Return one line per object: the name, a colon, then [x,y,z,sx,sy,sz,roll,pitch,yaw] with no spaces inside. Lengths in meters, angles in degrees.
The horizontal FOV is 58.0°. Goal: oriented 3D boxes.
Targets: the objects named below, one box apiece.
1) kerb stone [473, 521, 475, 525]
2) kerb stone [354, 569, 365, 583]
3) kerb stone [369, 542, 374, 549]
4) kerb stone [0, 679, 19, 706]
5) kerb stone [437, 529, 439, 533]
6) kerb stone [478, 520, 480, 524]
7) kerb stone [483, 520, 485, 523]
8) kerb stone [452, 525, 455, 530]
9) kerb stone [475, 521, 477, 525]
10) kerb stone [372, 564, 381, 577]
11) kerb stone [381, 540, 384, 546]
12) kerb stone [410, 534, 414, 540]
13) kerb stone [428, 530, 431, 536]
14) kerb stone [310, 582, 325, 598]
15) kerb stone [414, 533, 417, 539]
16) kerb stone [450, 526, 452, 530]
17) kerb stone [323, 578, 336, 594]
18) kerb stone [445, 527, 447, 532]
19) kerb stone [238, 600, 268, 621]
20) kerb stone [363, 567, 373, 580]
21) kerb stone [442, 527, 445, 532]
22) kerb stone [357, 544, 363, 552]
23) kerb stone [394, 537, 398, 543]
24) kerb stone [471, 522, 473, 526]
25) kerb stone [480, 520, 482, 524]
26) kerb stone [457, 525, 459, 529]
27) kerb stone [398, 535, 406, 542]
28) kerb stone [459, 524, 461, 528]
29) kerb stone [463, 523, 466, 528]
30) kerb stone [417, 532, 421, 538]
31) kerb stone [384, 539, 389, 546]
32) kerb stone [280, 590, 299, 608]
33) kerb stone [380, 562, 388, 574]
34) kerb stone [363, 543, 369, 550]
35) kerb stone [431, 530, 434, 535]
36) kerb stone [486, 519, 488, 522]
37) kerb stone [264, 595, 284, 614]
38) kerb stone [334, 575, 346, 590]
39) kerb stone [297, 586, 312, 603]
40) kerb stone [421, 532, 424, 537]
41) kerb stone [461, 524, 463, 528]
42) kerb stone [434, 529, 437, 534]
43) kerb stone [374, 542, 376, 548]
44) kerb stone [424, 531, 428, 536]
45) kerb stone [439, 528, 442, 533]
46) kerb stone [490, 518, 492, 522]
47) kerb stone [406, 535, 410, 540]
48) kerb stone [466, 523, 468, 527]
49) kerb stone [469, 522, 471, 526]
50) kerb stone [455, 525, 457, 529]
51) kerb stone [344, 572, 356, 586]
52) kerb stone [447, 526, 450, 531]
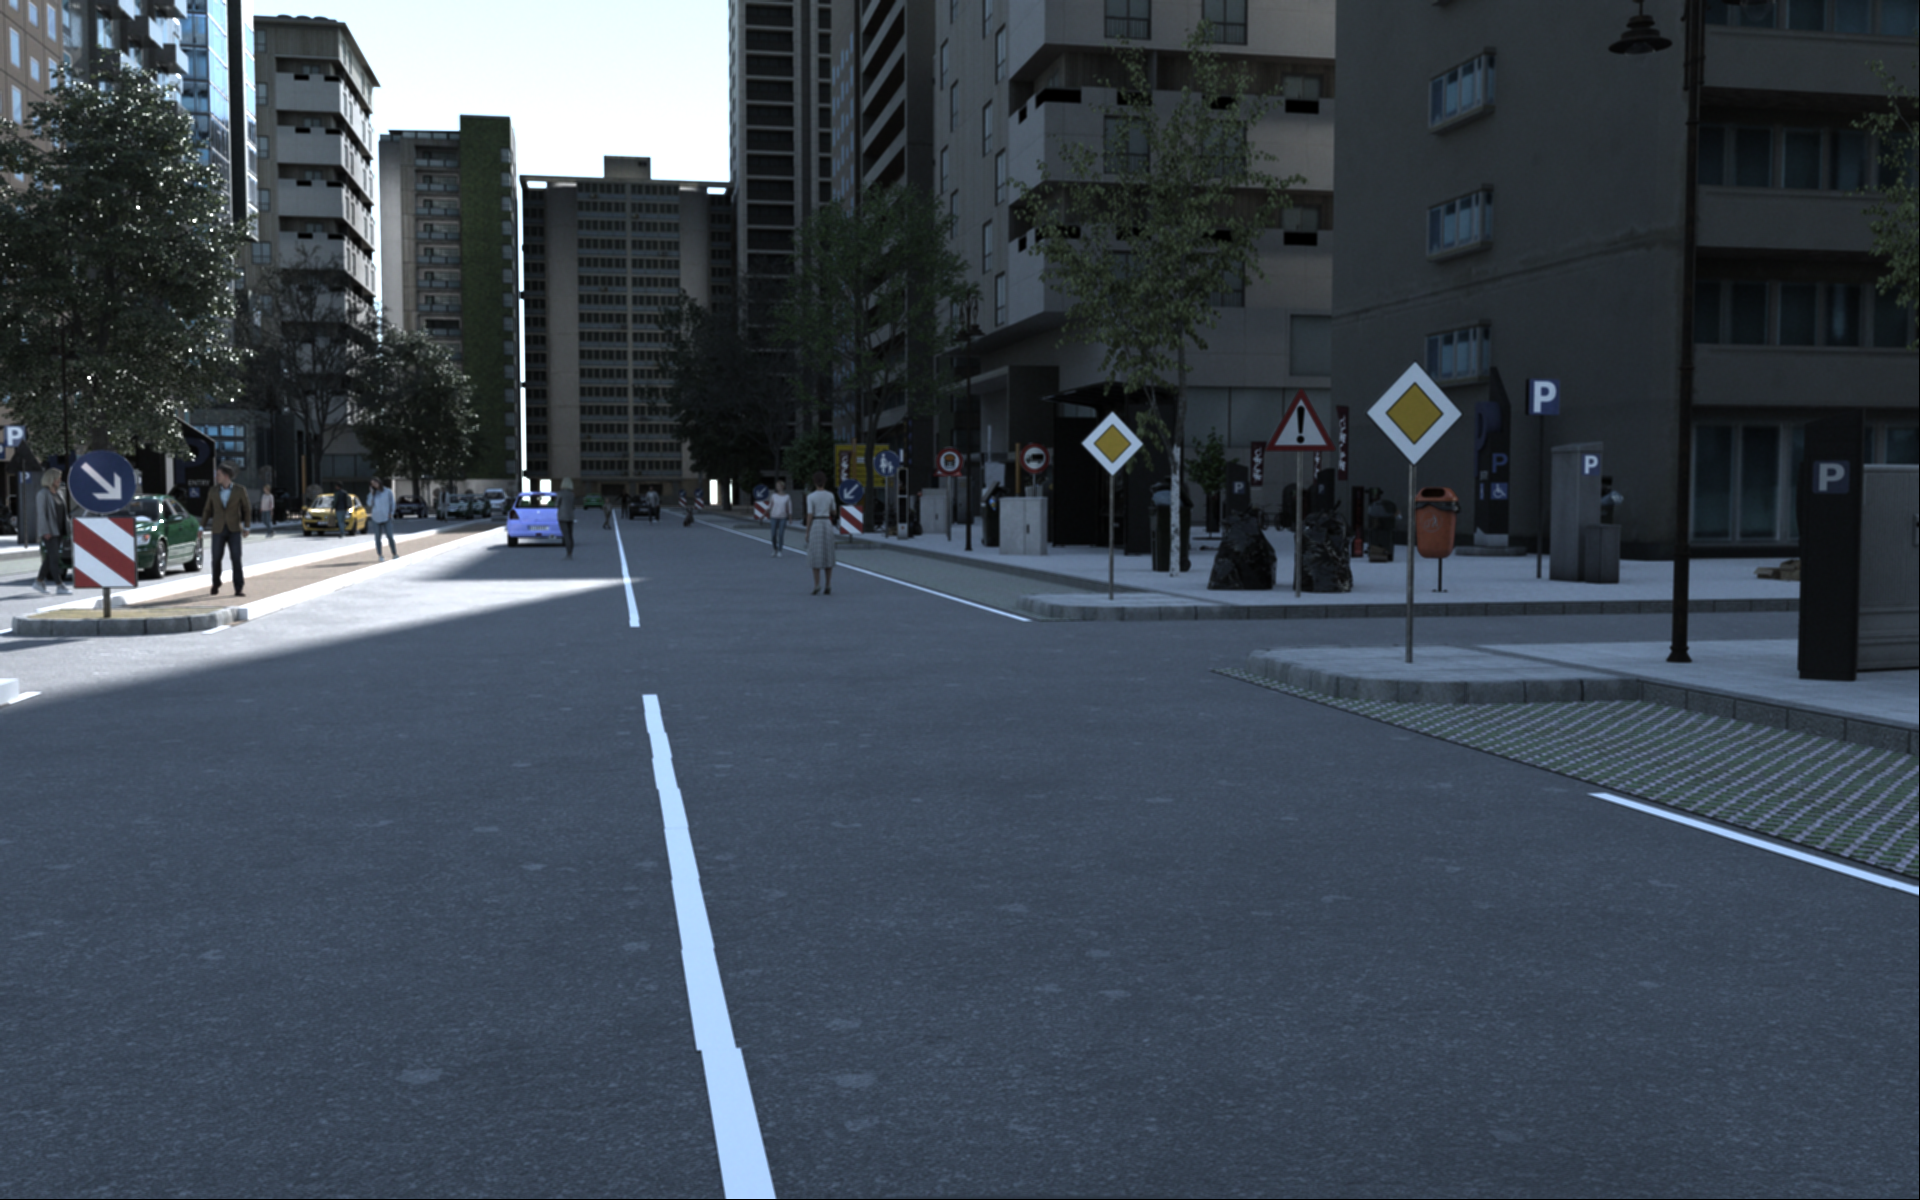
kerb stone: [-22.055,-3.401,77.940,0.120,0.150,1.000,-1,4,-11]
kerb stone: [-9.823,-0.361,28.090,0.120,0.150,1.000,-1,4,-11]
kerb stone: [-15.344,-1.374,44.777,0.120,0.150,1.000,-1,4,-11]
kerb stone: [-6.490,0.653,11.519,0.120,0.150,1.000,-1,4,-11]
kerb stone: [-18.798,-2.426,61.865,0.120,0.150,1.000,-1,4,-11]
kerb stone: [-22.652,-3.594,80.955,0.120,0.150,1.000,-1,4,-11]
kerb stone: [-23.264,-3.777,83.970,0.120,0.150,1.000,-1,4,-11]
kerb stone: [-20.015,-2.795,67.892,0.120,0.150,1.000,-1,4,-11]
kerb stone: [-22.250,-3.471,78.943,0.120,0.150,1.000,-1,4,-11]
kerb stone: [-10.234,-0.484,30.114,0.120,0.150,1.000,-1,4,-11]
kerb stone: [-15.760,-1.503,46.789,0.120,0.150,1.000,-1,4,-11]
kerb stone: [-17.173,-1.935,53.829,0.120,0.150,1.000,-1,4,-11]
kerb stone: [-18.191,-2.242,58.846,0.120,0.150,1.000,-1,4,-11]
kerb stone: [-9.012,-0.115,24.072,0.120,0.150,1.000,-1,4,-11]
kerb stone: [-17.374,-1.996,54.833,0.120,0.150,1.000,-1,4,-11]
kerb stone: [-19.810,-2.734,66.890,0.120,0.150,1.000,-1,4,-11]
kerb stone: [-9.212,-0.176,25.076,0.120,0.150,1.000,-1,4,-11]
kerb stone: [-19.411,-2.611,64.885,0.120,0.150,1.000,-1,4,-11]
kerb stone: [-8.206,0.131,20.053,0.120,0.150,1.000,-1,4,-11]
kerb stone: [-10.031,-0.422,29.103,0.120,0.150,1.000,-1,4,-11]
kerb stone: [-19.208,-2.550,63.883,0.120,0.150,1.000,-1,4,-11]
kerb stone: [-14.935,-1.259,42.773,0.120,0.150,1.000,-1,4,-11]
kerb stone: [-16.365,-1.688,49.796,0.120,0.150,1.000,-1,4,-11]
kerb stone: [-21.846,-3.345,76.934,0.120,0.150,1.000,-1,4,-11]
kerb stone: [-22.858,-3.651,81.957,0.120,0.150,1.000,-1,4,-11]
kerb stone: [-20.421,-2.916,69.896,0.120,0.150,1.000,-1,4,-11]
kerb stone: [-16.769,-1.812,51.820,0.120,0.150,1.000,-1,4,-11]
kerb stone: [-20.621,-2.979,70.904,0.120,0.150,1.000,-1,4,-11]
kerb stone: [-21.028,-3.100,72.911,0.120,0.150,1.000,-1,4,-11]
kerb stone: [-17.578,-2.054,55.836,0.120,0.150,1.000,-1,4,-11]
kerb stone: [-15.949,-1.566,47.794,0.120,0.150,1.000,-1,4,-11]
kerb stone: [-8.610,0.008,22.064,0.120,0.150,1.000,-1,4,-11]
kerb stone: [-10.443,-0.546,31.118,0.120,0.150,1.000,-1,4,-11]
kerb stone: [-15.143,-1.320,43.774,0.120,0.150,1.000,-1,4,-11]
kerb stone: [-18.390,-2.302,59.851,0.120,0.150,1.000,-1,4,-11]
kerb stone: [-23.675,-3.901,85.980,0.120,0.150,1.000,-1,4,-11]
kerb stone: [-8.410,0.071,21.055,0.120,0.150,1.000,-1,4,-11]
kerb stone: [-9.429,-0.237,26.075,0.120,0.150,1.000,-1,4,-11]
kerb stone: [-8.810,-0.050,23.070,0.120,0.150,1.000,-1,4,-11]
kerb stone: [-17.784,-2.117,56.837,0.120,0.150,1.000,-1,4,-11]
kerb stone: [-20.827,-3.040,71.906,0.120,0.150,1.000,-1,4,-11]
kerb stone: [-18.594,-2.365,60.856,0.120,0.150,1.000,-1,4,-11]
kerb stone: [-15.545,-1.442,45.779,0.120,0.150,1.000,-1,4,-11]
kerb stone: [-17.980,-2.180,57.841,0.120,0.150,1.000,-1,4,-11]
kerb stone: [-18.995,-2.488,62.868,0.120,0.150,1.000,-1,4,-11]
kerb stone: [-24.284,-4.085,88.993,0.120,0.150,1.000,-1,4,-11]
kerb stone: [-16.978,-1.871,52.821,0.120,0.150,1.000,-1,4,-11]
kerb stone: [-21.232,-3.159,73.926,0.120,0.150,1.000,-1,4,-11]
kerb stone: [-21.636,-3.286,75.933,0.120,0.150,1.000,-1,4,-11]
kerb stone: [-20.222,-2.856,68.893,0.120,0.150,1.000,-1,4,-11]
kerb stone: [-9.628,-0.299,27.086,0.120,0.150,1.000,-1,4,-11]
kerb stone: [-19.610,-2.672,65.888,0.120,0.150,1.000,-1,4,-11]
